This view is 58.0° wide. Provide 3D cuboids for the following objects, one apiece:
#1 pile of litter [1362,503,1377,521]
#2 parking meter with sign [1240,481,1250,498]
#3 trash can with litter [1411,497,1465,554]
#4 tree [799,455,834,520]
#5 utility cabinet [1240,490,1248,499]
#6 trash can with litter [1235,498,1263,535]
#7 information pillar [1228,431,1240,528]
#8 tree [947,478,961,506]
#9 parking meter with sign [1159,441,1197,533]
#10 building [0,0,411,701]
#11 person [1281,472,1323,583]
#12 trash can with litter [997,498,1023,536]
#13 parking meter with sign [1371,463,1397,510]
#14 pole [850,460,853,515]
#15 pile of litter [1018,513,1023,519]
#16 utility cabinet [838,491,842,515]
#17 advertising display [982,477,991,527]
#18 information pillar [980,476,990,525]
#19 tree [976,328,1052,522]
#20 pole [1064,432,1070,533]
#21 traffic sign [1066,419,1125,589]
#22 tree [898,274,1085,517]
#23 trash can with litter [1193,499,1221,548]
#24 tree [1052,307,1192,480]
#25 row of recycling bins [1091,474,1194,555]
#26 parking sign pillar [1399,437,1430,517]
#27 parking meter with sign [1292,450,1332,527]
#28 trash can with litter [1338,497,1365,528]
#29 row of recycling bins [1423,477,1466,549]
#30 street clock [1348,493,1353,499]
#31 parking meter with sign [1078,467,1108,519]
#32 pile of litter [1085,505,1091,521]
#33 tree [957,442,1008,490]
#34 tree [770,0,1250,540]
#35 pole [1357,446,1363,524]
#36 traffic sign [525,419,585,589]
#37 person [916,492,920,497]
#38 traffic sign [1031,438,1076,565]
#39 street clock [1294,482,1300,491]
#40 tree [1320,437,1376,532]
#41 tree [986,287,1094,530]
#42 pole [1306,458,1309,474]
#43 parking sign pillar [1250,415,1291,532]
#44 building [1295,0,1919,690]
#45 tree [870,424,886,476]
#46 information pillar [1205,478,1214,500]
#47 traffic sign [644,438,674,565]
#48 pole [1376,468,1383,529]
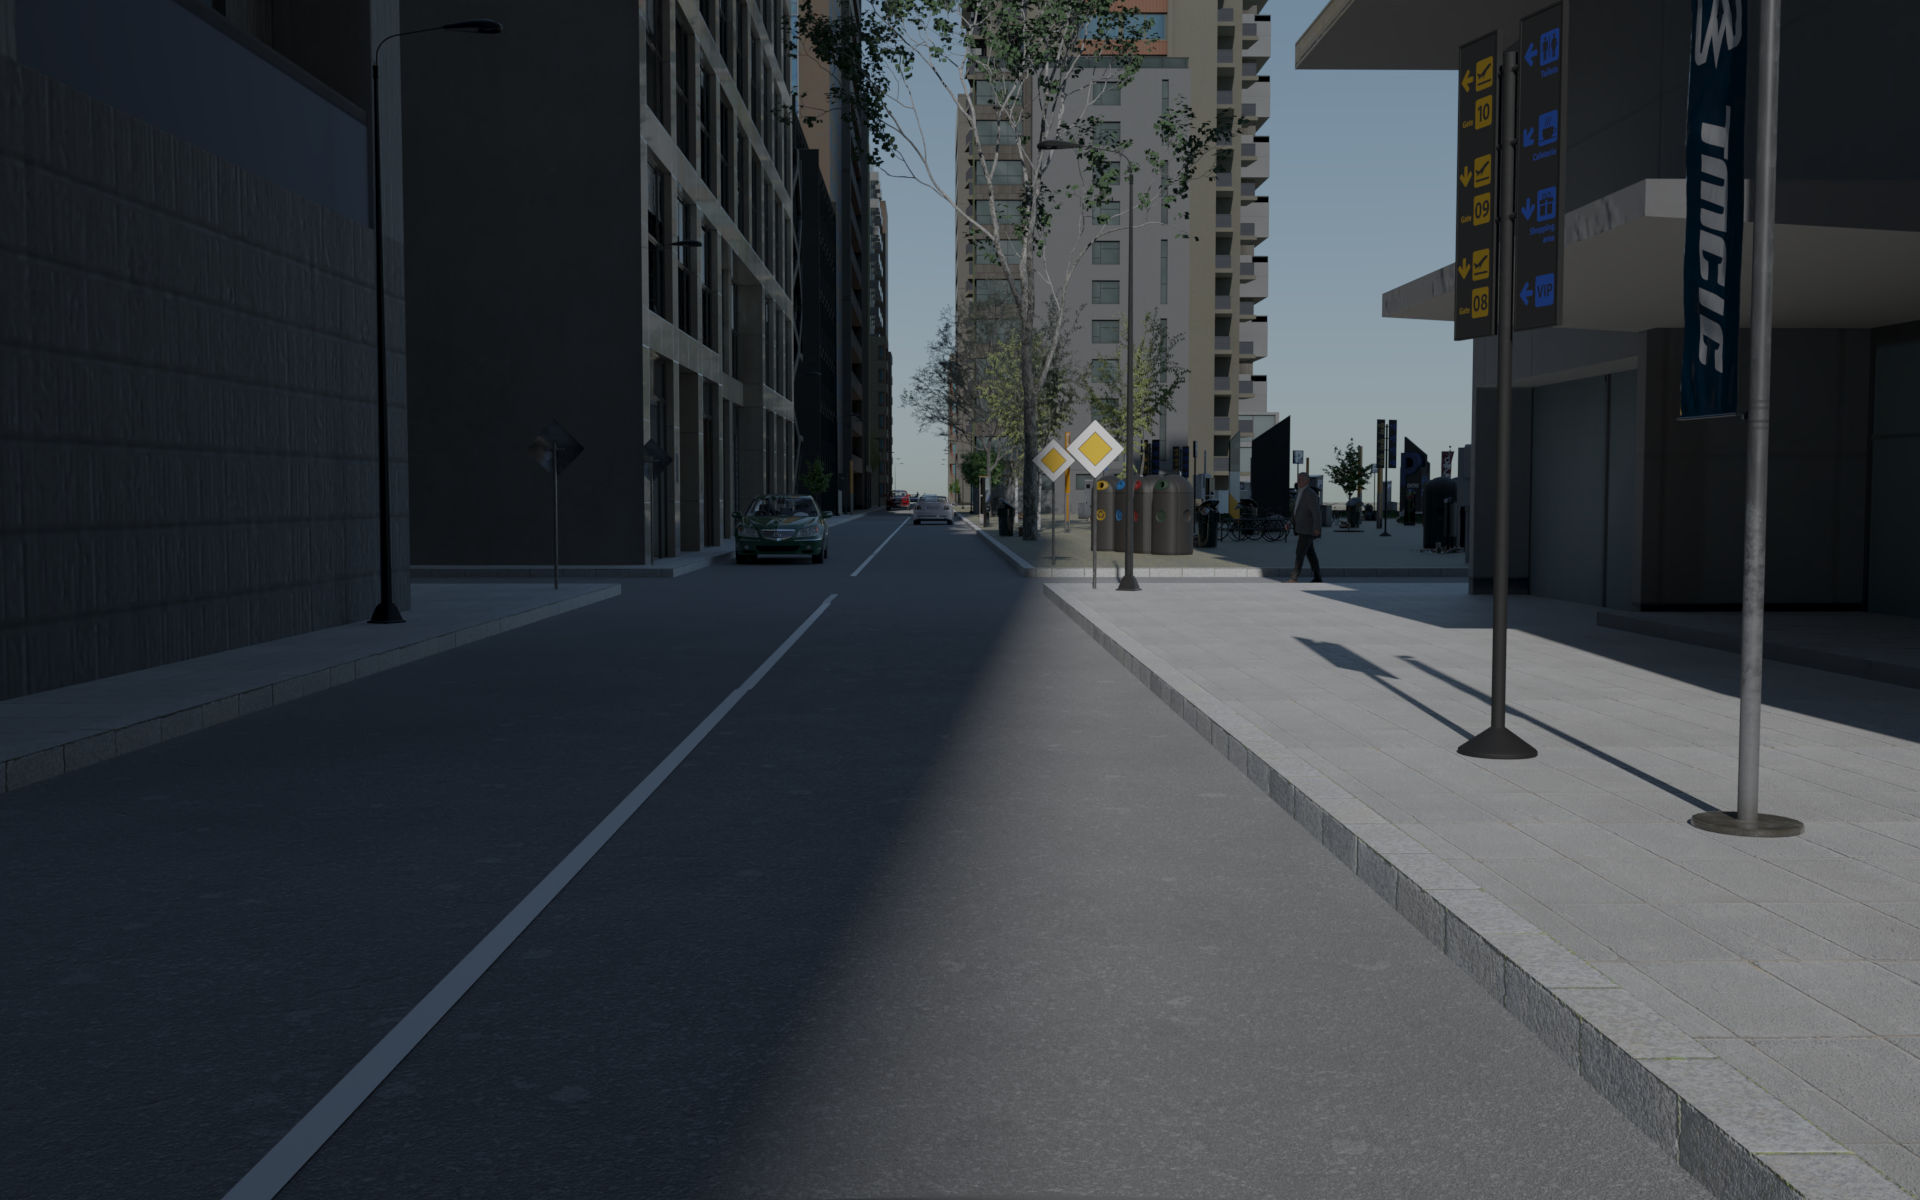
[{"bbox_3d":[19.349,-4.201,82.650,1.719,0.858,1.176,0,4,0],"label":"pile of litter"},{"bbox_3d":[17.139,-6.564,103.580,1.738,3.016,0.543,-2,4,-29],"label":"parking meter with sign"},{"bbox_3d":[10.605,-1.653,38.083,1.678,1.210,2.233,2,4,26],"label":"trash can with litter"},{"bbox_3d":[-6.935,-5.523,84.907,1.663,3.219,1.824,0,3,0],"label":"tree"},{"bbox_3d":[15.729,-5.478,98.237,1.173,1.500,0.318,-1,4,-11],"label":"utility cabinet"},{"bbox_3d":[9.117,-2.624,54.289,0.624,1.170,1.055,3,4,39],"label":"trash can with litter"},{"bbox_3d":[10.128,-4.435,63.872,0.504,3.616,0.183,-2,4,-31],"label":"information pillar"},{"bbox_3d":[-0.358,-11.970,190.317,1.663,3.219,1.824,0,3,0],"label":"tree"},{"bbox_3d":[6.888,-3.709,56.904,1.738,3.016,0.543,1,4,14],"label":"parking meter with sign"},{"bbox_3d":[-19.996,-28.786,12.653,28.212,58.520,21.231,0,4,-1],"label":"building"},{"bbox_3d":[5.320,-1.110,27.042,0.834,1.777,0.661,-1,4,-22],"label":"person"},{"bbox_3d":[1.650,-2.521,52.611,1.055,1.170,0.624,1,4,8],"label":"trash can with litter"},{"bbox_3d":[24.043,-6.223,98.012,0.543,3.016,1.738,-2,4,-30],"label":"parking meter with sign"},{"bbox_3d":[-6.572,-6.794,104.922,0.158,3.312,0.155,0,3,0],"label":"pole"},{"bbox_3d":[3.343,-4.605,89.255,1.719,0.858,1.176,-2,4,-34],"label":"pile of litter"},{"bbox_3d":[-7.490,-5.880,104.819,0.318,1.500,1.173,-2,4,-26],"label":"utility cabinet"},{"bbox_3d":[1.023,-3.775,66.932,0.123,1.923,0.974,1,4,13],"label":"advertising display"},{"bbox_3d":[1.017,-4.081,71.224,0.304,2.012,0.304,-3,5,-40],"label":"information pillar"},{"bbox_3d":[2.774,-7.808,78.026,4.737,8.622,4.395,0,3,0],"label":"tree"},{"bbox_3d":[3.540,-3.870,57.114,0.158,3.312,0.155,0,3,0],"label":"pole"},{"bbox_3d":[1.815,-1.205,23.338,0.795,2.450,0.064,0,4,-1],"label":"traffic sign"},{"bbox_3d":[1.710,-11.368,96.231,12.009,13.543,11.850,0,3,0],"label":"tree"},{"bbox_3d":[5.777,-1.851,41.651,0.624,1.170,1.055,-2,4,-30],"label":"trash can with litter"},{"bbox_3d":[6.846,-7.176,67.692,4.737,8.622,4.395,0,3,0],"label":"tree"},{"bbox_3d":[3.967,-1.877,37.810,1.069,1.692,3.534,-2,4,-24],"label":"row of recycling bins"},{"bbox_3d":[21.107,-5.636,80.614,1.447,3.967,1.447,-2,4,-34],"label":"parking sign pillar"},{"bbox_3d":[13.917,-4.401,68.221,0.543,3.016,1.738,-3,4,-36],"label":"parking meter with sign"},{"bbox_3d":[14.690,-3.282,65.044,0.624,1.170,1.055,3,5,45],"label":"trash can with litter"},{"bbox_3d":[12.251,-2.129,41.918,1.069,1.692,3.534,3,4,38],"label":"row of recycling bins"},{"bbox_3d":[22.975,-5.958,101.982,0.358,2.002,0.471,3,5,42],"label":"street clock"},{"bbox_3d":[6.766,-5.656,88.742,0.543,3.016,1.738,-3,5,-41],"label":"parking meter with sign"},{"bbox_3d":[6.678,-4.234,83.198,1.176,0.858,1.719,-1,4,-17],"label":"pile of litter"},{"bbox_3d":[1.466,-7.713,109.824,4.285,4.588,4.351,0,3,0],"label":"tree"},{"bbox_3d":[1.186,-11.645,46.291,12.611,20.169,13.585,0,3,0],"label":"tree"},{"bbox_3d":[16.975,-4.874,73.533,0.158,3.312,0.155,0,3,0],"label":"pole"},{"bbox_3d":[-5.428,-1.199,23.242,0.795,2.450,0.064,0,4,-1],"label":"traffic sign"},{"bbox_3d":[-6.500,-15.634,264.133,1.348,1.822,0.705,-2,4,-35],"label":"person"},{"bbox_3d":[1.687,-1.693,31.322,0.795,2.450,0.064,0,4,-1],"label":"traffic sign"},{"bbox_3d":[20.758,-6.237,106.548,0.358,2.002,0.471,3,5,43],"label":"street clock"},{"bbox_3d":[13.284,-3.911,58.544,1.663,3.219,1.824,0,3,0],"label":"tree"},{"bbox_3d":[2.836,-6.847,62.315,4.360,8.622,3.978,0,3,0],"label":"tree"},{"bbox_3d":[19.368,-6.283,96.577,0.158,3.312,0.155,0,3,0],"label":"pole"},{"bbox_3d":[10.579,-4.320,59.102,1.447,3.967,1.447,0,4,3],"label":"parking sign pillar"},{"bbox_3d":[17.811,-25.651,8.636,28.713,52.752,27.495,0,4,-1],"label":"building"},{"bbox_3d":[-9.677,-14.189,182.344,4.737,8.622,4.395,0,3,0],"label":"tree"},{"bbox_3d":[11.124,-4.446,77.180,0.304,2.012,0.304,-3,5,-39],"label":"information pillar"},{"bbox_3d":[-5.557,-1.687,31.226,0.795,2.450,0.064,0,4,-1],"label":"traffic sign"},{"bbox_3d":[15.579,-4.306,64.244,0.158,3.312,0.155,0,3,0],"label":"pole"}]
